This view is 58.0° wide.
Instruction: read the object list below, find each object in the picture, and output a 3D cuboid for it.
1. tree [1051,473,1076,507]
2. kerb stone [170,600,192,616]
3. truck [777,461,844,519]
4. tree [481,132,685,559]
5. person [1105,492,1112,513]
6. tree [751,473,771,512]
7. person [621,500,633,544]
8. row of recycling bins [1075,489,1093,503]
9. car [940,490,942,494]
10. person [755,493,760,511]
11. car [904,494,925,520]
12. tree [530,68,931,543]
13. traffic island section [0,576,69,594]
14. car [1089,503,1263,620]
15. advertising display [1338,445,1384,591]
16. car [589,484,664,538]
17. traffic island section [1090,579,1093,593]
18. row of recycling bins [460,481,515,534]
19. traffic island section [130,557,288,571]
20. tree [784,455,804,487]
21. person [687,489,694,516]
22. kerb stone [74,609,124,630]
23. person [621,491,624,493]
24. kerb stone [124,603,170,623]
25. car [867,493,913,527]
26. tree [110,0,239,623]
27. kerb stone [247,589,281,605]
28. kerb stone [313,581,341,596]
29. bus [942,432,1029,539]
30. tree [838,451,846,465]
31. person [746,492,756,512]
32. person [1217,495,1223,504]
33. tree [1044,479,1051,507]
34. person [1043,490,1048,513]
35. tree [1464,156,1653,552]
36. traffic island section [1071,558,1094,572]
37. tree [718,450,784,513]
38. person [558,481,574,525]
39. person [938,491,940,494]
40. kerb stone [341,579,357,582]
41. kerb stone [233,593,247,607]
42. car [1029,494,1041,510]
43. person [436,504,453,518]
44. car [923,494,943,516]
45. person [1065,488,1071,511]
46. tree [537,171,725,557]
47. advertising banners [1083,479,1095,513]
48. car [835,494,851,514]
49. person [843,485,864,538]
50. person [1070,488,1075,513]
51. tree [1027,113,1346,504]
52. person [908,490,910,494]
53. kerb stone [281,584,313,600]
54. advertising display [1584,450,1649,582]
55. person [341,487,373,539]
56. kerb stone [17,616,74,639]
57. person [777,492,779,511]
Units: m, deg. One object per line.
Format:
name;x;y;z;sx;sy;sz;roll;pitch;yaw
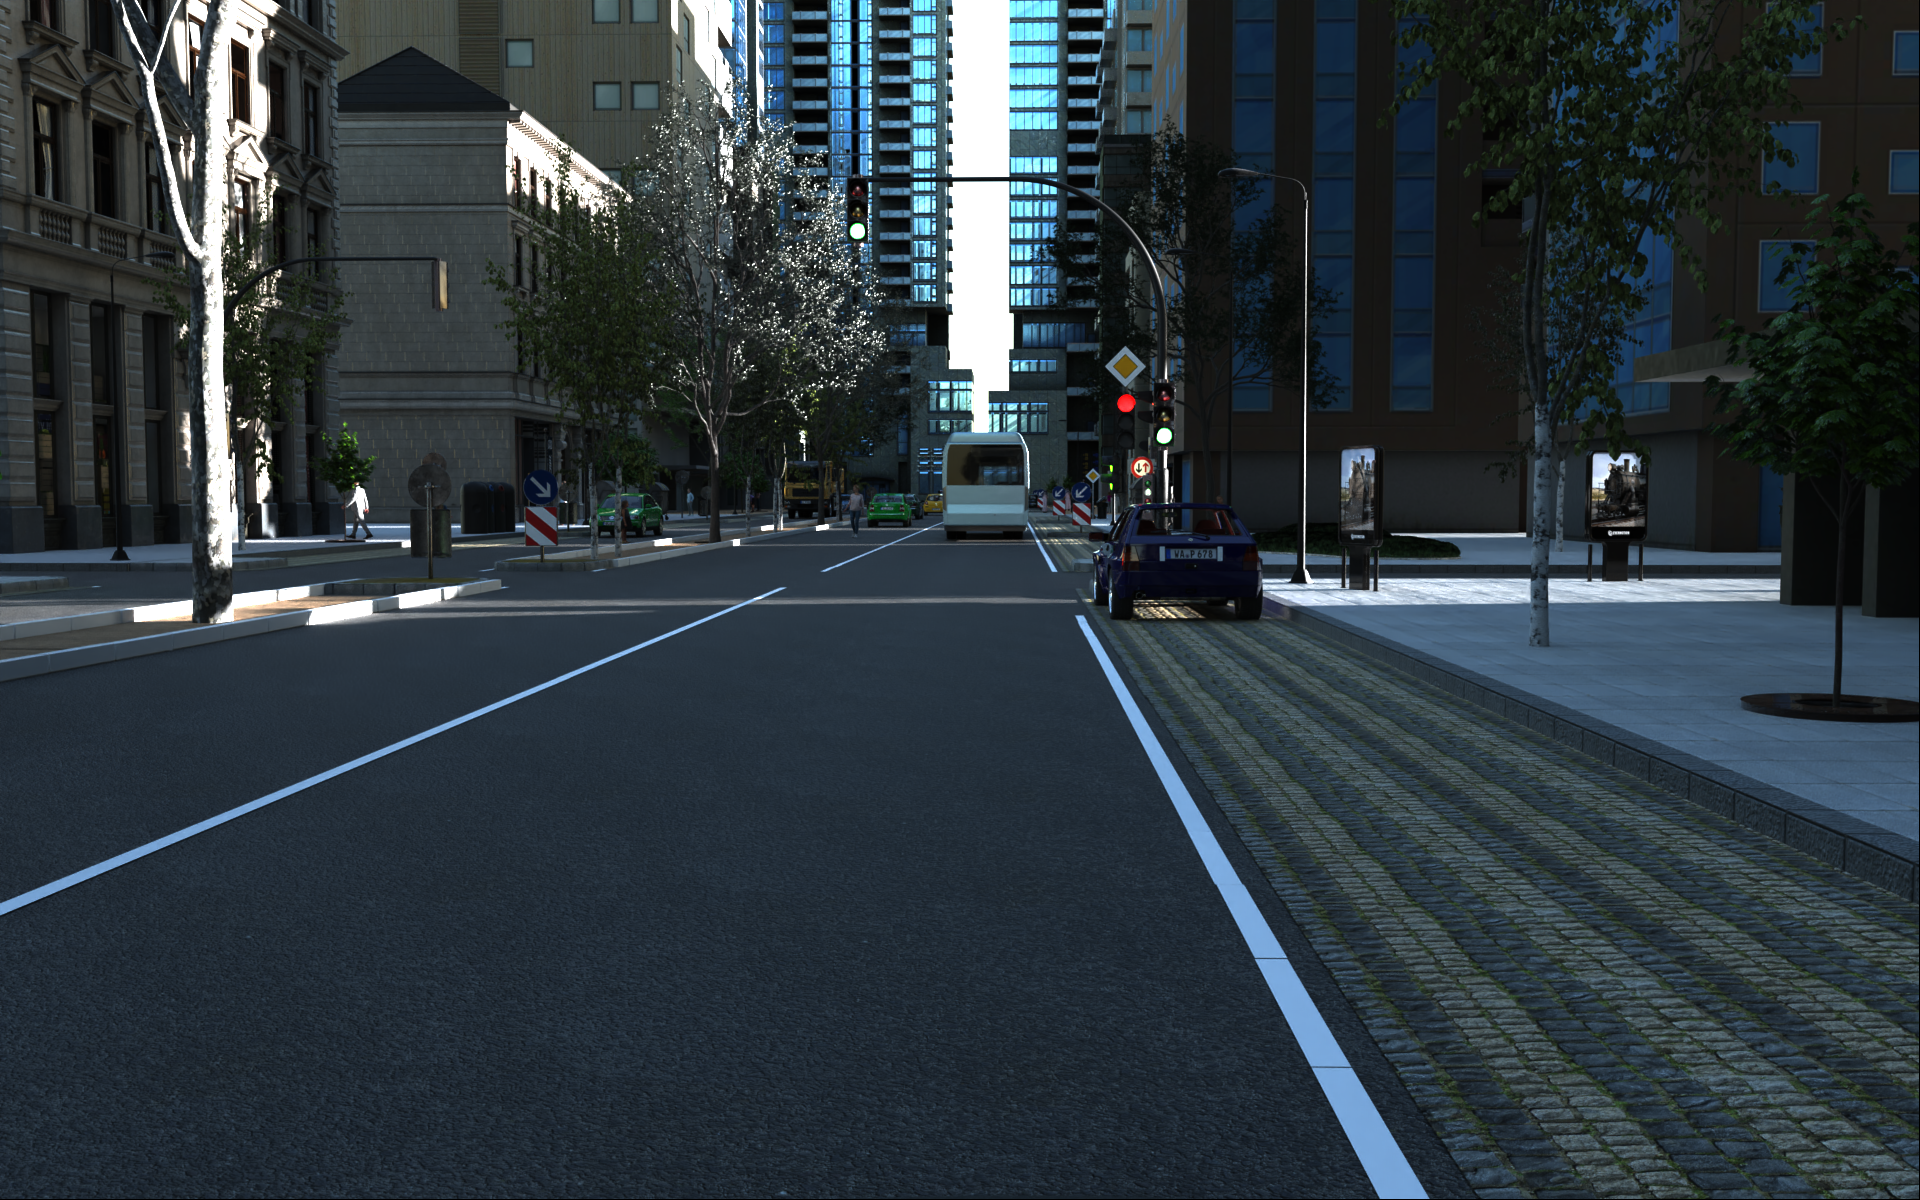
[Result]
tree;9.454;-9.746;153.940;1.663;3.219;1.824;0;3;0
kerb stone;-9.236;0.098;20.592;0.120;0.150;1.000;0;4;2
truck;-8.670;-6.546;102.956;3.469;3.379;9.791;0;4;2
tree;-7.412;-5.014;34.800;4.737;8.622;4.395;0;3;0
person;9.858;-6.459;114.874;0.991;1.433;0.599;-2;4;-26
tree;-14.742;-8.095;126.962;1.663;3.219;1.824;0;3;0
person;-9.675;-2.267;50.235;0.373;1.253;0.362;1;4;17
row of recycling bins;7.191;-5.742;100.997;1.069;1.692;3.534;0;4;0
car;-1.155;-9.231;159.602;2.281;1.827;5.304;0;4;2
person;-15.610;-7.737;133.254;0.721;1.736;1.217;-1;4;-19
car;-3.105;-5.310;98.623;2.131;1.459;4.920;0;4;3
tree;-7.109;-8.385;49.914;12.009;13.543;11.850;0;3;0
traffic island section;-14.622;-0.200;25.553;2.009;0.180;2.903;0;4;2
car;2.566;-0.515;20.997;1.945;1.354;3.894;0;4;0
advertising display;5.361;-1.100;23.196;0.123;1.923;0.974;-1;4;-17
car;-11.247;-3.042;58.535;1.959;1.807;4.718;0;4;2
traffic island section;2.912;-0.168;25.025;2.009;0.180;2.903;0;4;2
row of recycling bins;-15.649;-3.070;57.315;1.069;1.692;3.534;0;4;4
traffic island section;-14.383;-0.688;33.534;2.009;0.180;2.903;0;4;2
tree;-13.430;-9.635;141.251;4.285;4.588;4.351;0;3;0
person;-15.821;-5.721;101.388;0.330;1.601;0.589;-3;4;-37
kerb stone;-9.303;0.225;18.549;0.120;0.150;1.000;0;4;2
person;-17.157;-4.926;86.685;0.694;1.812;0.767;0;4;8
kerb stone;-9.265;0.162;19.571;0.120;0.150;1.000;0;4;2
car;-3.073;-4.124;76.219;1.959;1.807;4.718;0;4;1
tree;-9.496;-9.859;19.537;12.611;20.169;13.585;0;3;0
kerb stone;-9.178;-0.027;22.642;0.120;0.150;1.000;0;4;2
kerb stone;-9.123;-0.153;24.696;0.120;0.150;1.000;0;4;2
bus;0.805;-3.862;58.001;2.948;3.499;13.247;0;4;0
tree;-13.027;-13.536;171.668;4.360;8.622;3.978;0;3;0
person;-14.804;-6.936;122.674;0.697;1.427;0.421;-1;4;-15
person;6.579;-2.015;43.663;0.362;1.253;0.373;3;5;41
tree;9.670;-11.237;178.326;1.663;3.219;1.824;0;3;0
person;6.491;-7.475;131.391;0.621;1.740;0.551;-3;5;-44
tree;13.361;-5.392;38.518;4.360;8.622;3.978;0;3;0
traffic island section;3.150;-0.656;33.007;2.009;0.180;2.903;0;4;2
tree;-14.633;-8.111;116.334;4.285;4.588;4.351;0;3;0
person;-15.996;-3.926;70.331;0.778;1.811;0.616;1;4;10
person;-1.874;-8.692;151.341;1.217;1.735;0.721;-2;4;-29
kerb stone;-9.087;-0.216;25.722;0.120;0.150;1.000;0;4;2
kerb stone;-9.210;0.035;21.616;0.120;0.150;1.000;0;4;2
car;6.662;-9.082;158.271;2.009;1.686;4.222;0;4;2
person;-18.072;-2.986;60.357;1.012;1.151;0.738;1;4;12
car;-1.564;-6.491;116.355;2.015;1.641;3.980;0;4;0
person;8.234;-7.714;132.835;0.621;1.740;0.551;2;4;23
tree;-7.797;-5.299;39.453;4.360;8.622;3.978;0;3;0
advertising banners;7.033;-6.048;95.077;0.090;3.025;2.074;2;4;24
car;-8.542;-7.001;126.474;2.014;1.417;4.499;0;4;3
person;-3.476;-2.921;56.931;0.731;1.740;0.598;0;4;8
person;7.778;-6.812;118.147;0.721;1.735;1.217;-2;4;-25
tree;5.996;-6.619;42.626;7.601;10.594;8.767;3;4;37
person;-5.431;-10.734;184.015;0.705;1.823;1.348;1;4;14
kerb stone;-9.145;-0.087;23.666;0.120;0.150;1.000;0;4;2
advertising display;9.634;-1.236;25.419;0.974;1.923;0.123;-1;4;-14
person;-17.197;-2.641;49.505;0.850;1.792;0.678;0;4;2
kerb stone;-9.328;0.286;17.526;0.120;0.150;1.000;0;4;2
person;-13.935;-7.664;131.899;0.434;1.755;0.990;1;4;17
